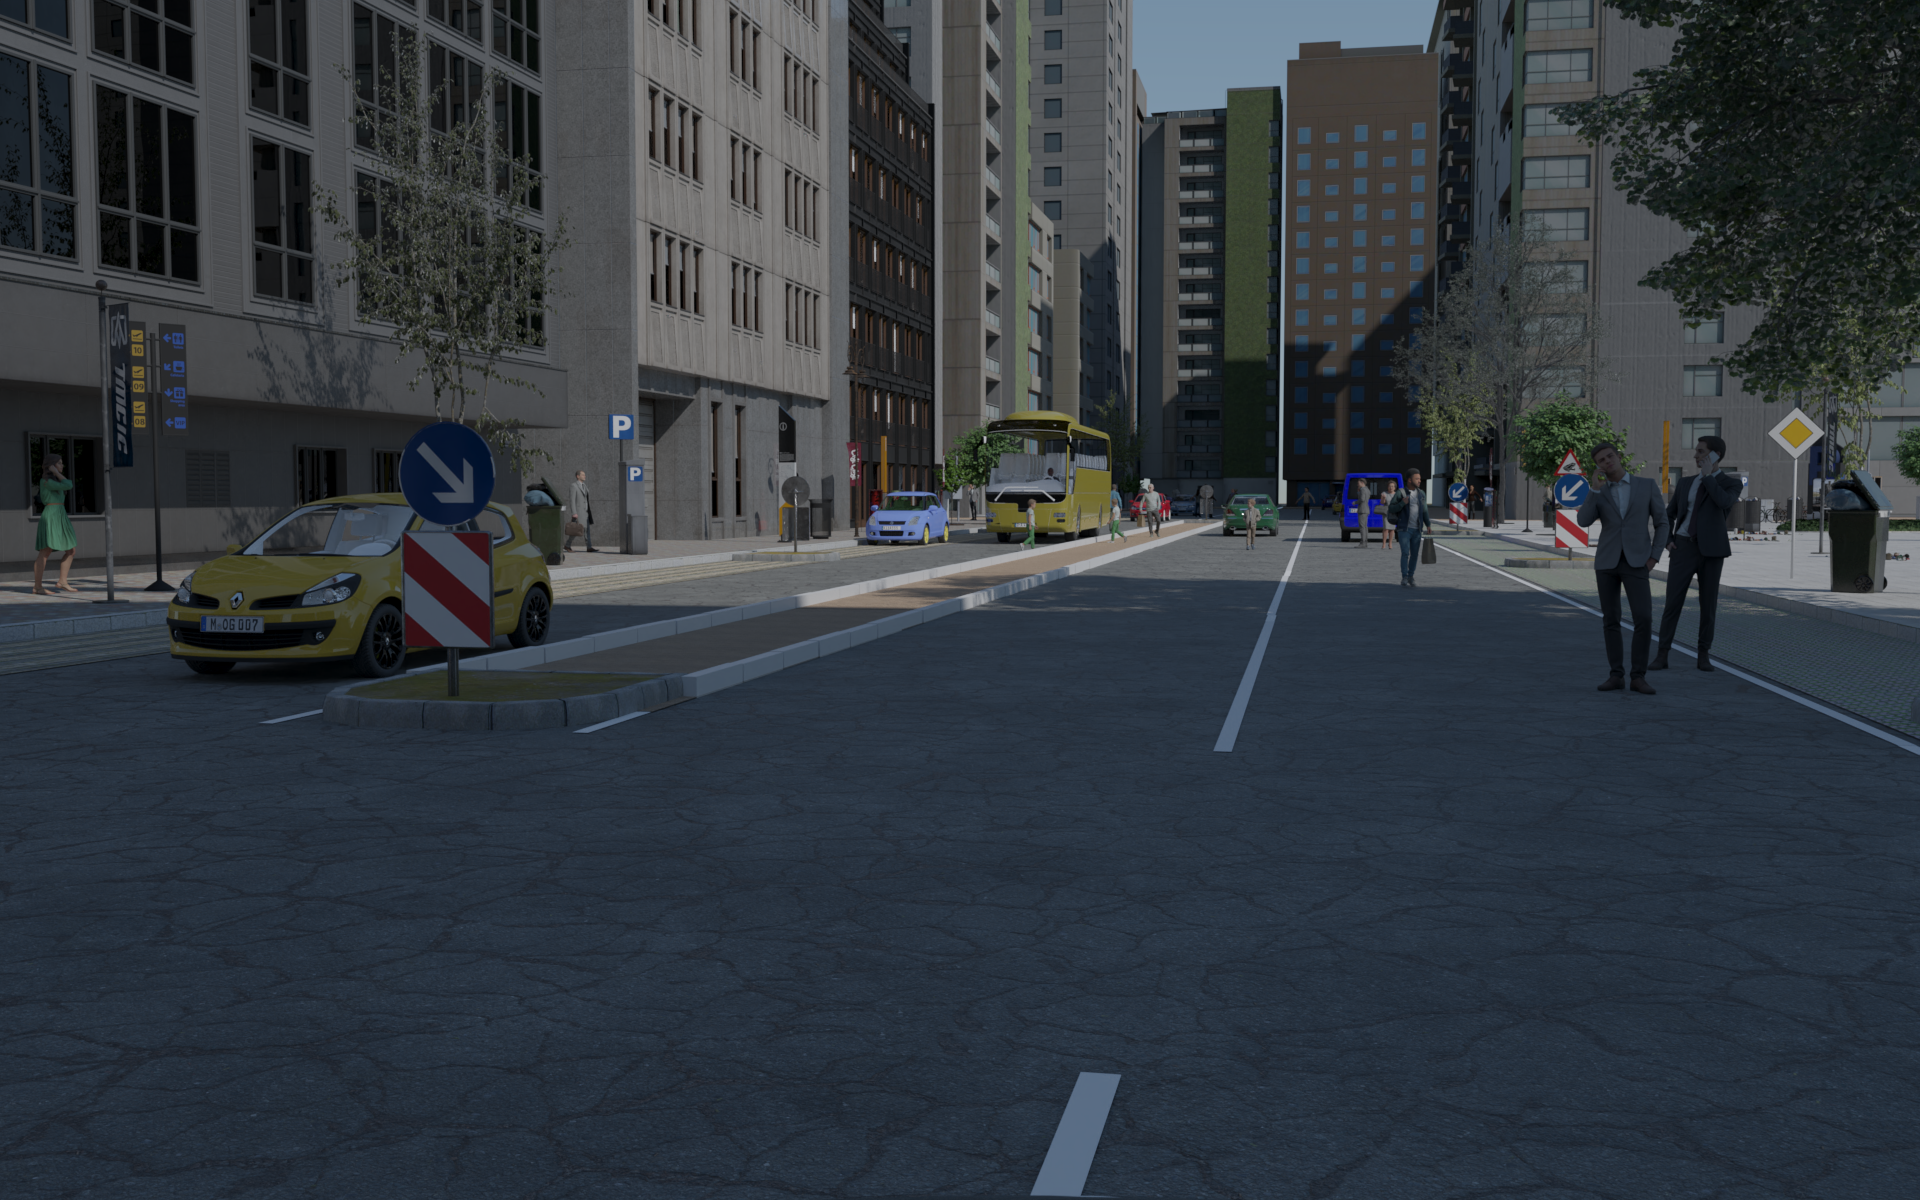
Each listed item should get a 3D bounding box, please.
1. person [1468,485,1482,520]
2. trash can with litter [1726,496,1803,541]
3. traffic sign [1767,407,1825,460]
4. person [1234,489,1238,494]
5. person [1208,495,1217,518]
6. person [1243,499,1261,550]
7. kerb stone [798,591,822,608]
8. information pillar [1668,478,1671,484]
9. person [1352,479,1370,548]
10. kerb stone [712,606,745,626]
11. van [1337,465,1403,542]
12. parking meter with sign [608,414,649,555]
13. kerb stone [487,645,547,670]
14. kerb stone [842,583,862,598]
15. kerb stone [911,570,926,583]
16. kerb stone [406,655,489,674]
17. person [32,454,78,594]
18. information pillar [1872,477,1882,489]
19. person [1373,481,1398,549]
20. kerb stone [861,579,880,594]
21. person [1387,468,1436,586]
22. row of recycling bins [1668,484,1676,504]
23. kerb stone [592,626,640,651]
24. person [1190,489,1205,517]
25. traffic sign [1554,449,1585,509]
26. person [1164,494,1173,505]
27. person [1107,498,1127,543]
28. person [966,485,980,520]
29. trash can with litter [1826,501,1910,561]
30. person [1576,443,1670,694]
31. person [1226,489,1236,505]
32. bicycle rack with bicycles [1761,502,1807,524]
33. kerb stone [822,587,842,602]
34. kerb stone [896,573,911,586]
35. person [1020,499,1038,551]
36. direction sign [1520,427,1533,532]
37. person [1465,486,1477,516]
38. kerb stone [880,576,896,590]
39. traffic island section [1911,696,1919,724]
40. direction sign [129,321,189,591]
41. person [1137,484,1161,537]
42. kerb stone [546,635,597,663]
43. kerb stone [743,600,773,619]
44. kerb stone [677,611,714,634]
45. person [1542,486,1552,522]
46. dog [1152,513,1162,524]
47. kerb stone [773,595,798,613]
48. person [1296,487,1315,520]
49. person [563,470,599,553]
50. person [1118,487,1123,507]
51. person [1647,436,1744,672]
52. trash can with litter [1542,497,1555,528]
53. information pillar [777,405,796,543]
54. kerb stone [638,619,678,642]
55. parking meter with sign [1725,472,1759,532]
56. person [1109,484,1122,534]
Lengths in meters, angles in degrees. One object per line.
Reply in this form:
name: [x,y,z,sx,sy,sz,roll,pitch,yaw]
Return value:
person: [25.485,-4.865,86.409,1.217,1.723,0.721,3,5,43]
trash can with litter: [21.594,-2.224,47.426,2.233,1.210,1.678,3,5,43]
traffic sign: [12.625,-1.616,26.158,0.795,2.593,0.064,1,4,20]
person: [17.706,-6.294,111.935,0.721,1.766,1.217,1,4,23]
person: [15.065,-5.770,103.367,0.721,1.766,1.217,2,4,33]
person: [7.494,-1.939,44.467,0.475,1.303,0.640,1,4,12]
kerb stone: [-1.998,0.005,22.107,0.120,0.150,1.000,1,4,12]
information pillar: [31.784,-4.490,77.900,0.304,2.012,0.304,1,4,20]
person: [10.691,-2.320,46.242,0.447,1.846,0.655,2,4,25]
kerb stone: [-2.623,0.189,19.104,0.120,0.150,1.000,1,4,12]
van: [12.691,-2.985,53.197,2.240,2.365,5.245,1,4,13]
parking meter with sign: [-7.074,-2.504,37.199,0.543,3.016,1.738,-2,4,-24]
kerb stone: [-3.657,0.496,14.088,0.120,0.150,1.000,1,4,12]
kerb stone: [-1.594,-0.111,24.111,0.120,0.150,1.000,1,4,12]
kerb stone: [-0.769,-0.362,28.116,0.120,0.150,1.000,1,4,12]
kerb stone: [-3.870,0.558,13.088,0.120,0.150,1.000,1,4,12]
person: [-11.630,-0.974,22.214,0.529,1.795,0.600,-2,4,-25]
information pillar: [38.696,-4.198,73.132,0.304,2.012,0.304,1,4,15]
person: [11.082,-2.205,44.903,0.716,1.782,0.532,0,4,0]
kerb stone: [-1.382,-0.178,25.111,0.120,0.150,1.000,1,4,12]
person: [6.979,-1.111,26.644,0.794,1.824,0.713,0,4,3]
row of recycling bins: [28.865,-3.950,71.695,3.534,1.692,1.069,1,4,22]
kerb stone: [-3.246,0.374,16.090,0.120,0.150,1.000,1,4,12]
person: [14.717,-5.970,106.837,1.217,1.735,0.721,2,4,29]
traffic sign: [17.426,-3.028,49.510,0.884,2.594,0.081,1,4,18]
person: [15.033,-6.893,124.427,0.697,1.427,0.421,1,4,11]
person: [4.587,-2.312,50.554,0.590,1.304,0.306,0,4,6]
person: [0.643,-4.810,84.871,0.592,1.802,0.473,3,5,39]
trash can with litter: [18.193,-1.420,34.277,1.678,1.210,2.233,1,4,19]
person: [4.819,-0.239,12.589,0.592,1.802,0.473,3,5,44]
person: [16.365,-5.808,104.008,0.434,1.755,0.990,-3,5,-41]
bicycle rack with bicycles: [36.441,-3.843,76.216,2.925,0.926,2.852,1,4,12]
kerb stone: [-1.799,-0.049,23.110,0.120,0.150,1.000,1,4,12]
kerb stone: [-0.979,-0.301,27.116,0.120,0.150,1.000,1,4,12]
person: [1.718,-1.847,42.951,0.590,1.304,0.306,-2,4,-31]
direction sign: [18.999,-4.031,57.903,0.876,3.537,0.379,-2,4,-35]
person: [28.112,-5.464,96.167,1.217,1.735,0.721,3,4,38]
kerb stone: [-1.183,-0.235,26.114,0.120,0.150,1.000,1,4,12]
traffic island section: [6.774,0.762,9.826,2.009,0.180,2.903,1,4,12]
direction sign: [-10.643,-1.892,22.924,0.379,3.537,0.876,3,5,40]
person: [6.240,-2.948,57.185,0.782,1.767,0.515,0,4,1]
kerb stone: [-3.448,0.444,15.089,0.120,0.150,1.000,1,4,12]
kerb stone: [-2.414,0.130,20.105,0.120,0.150,1.000,1,4,12]
kerb stone: [-2.829,0.255,18.097,0.120,0.150,1.000,1,4,12]
person: [23.692,-3.876,69.966,0.362,1.759,0.519,2,4,33]
dog: [9.514,-3.962,84.065,0.406,0.507,0.540,2,4,24]
kerb stone: [-2.209,0.067,21.106,0.120,0.150,1.000,1,4,12]
person: [19.190,-5.349,95.961,0.705,1.823,1.348,-3,4,-38]
person: [-8.290,-1.942,37.892,0.767,1.812,0.694,1,4,16]
person: [12.591,-8.123,138.486,0.705,1.869,1.348,-2,4,-27]
person: [5.970,-0.378,14.039,0.648,1.900,0.474,2,4,35]
trash can with litter: [22.549,-3.307,65.453,1.055,1.170,0.624,1,4,17]
information pillar: [-4.561,-3.322,45.663,0.504,3.616,0.183,1,4,21]
kerb stone: [-3.044,0.312,17.093,0.120,0.150,1.000,1,4,12]
parking meter with sign: [26.539,-3.852,59.247,0.543,3.016,1.738,-2,4,-28]
person: [5.543,-3.296,62.732,0.601,1.785,0.444,1,4,22]
